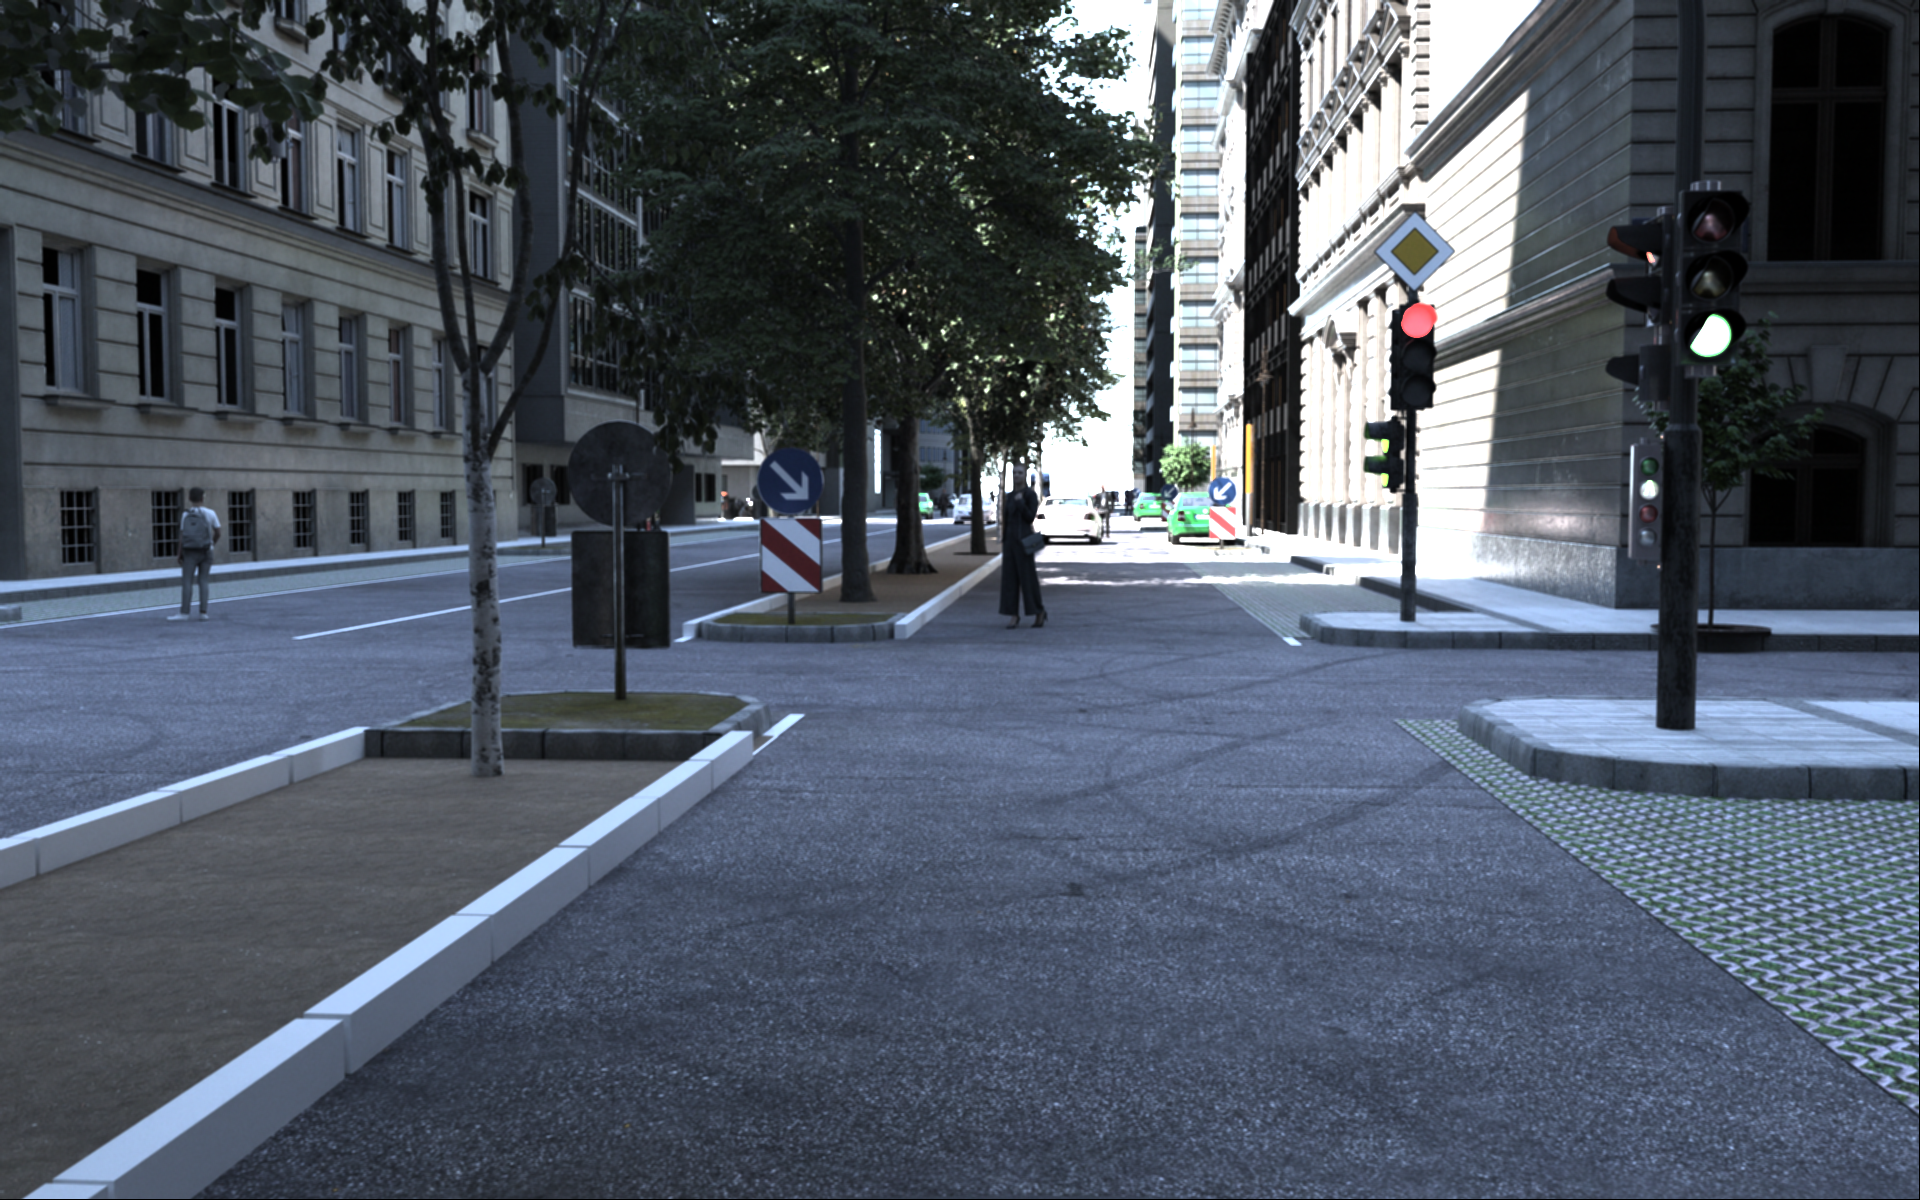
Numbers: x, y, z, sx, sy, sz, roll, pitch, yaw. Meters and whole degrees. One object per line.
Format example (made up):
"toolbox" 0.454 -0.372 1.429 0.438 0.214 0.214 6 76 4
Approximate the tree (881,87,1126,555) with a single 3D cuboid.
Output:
"tree" 0.332 -6.872 40.563 9.928 11.665 9.643 0 3 0

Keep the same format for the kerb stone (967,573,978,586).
"kerb stone" 0.139 -0.281 26.791 0.120 0.150 1.000 0 4 4

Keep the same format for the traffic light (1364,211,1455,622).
"traffic light" 4.506 -1.741 17.379 0.839 4.253 0.868 0 4 4

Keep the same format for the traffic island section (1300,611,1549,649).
"traffic island section" 4.545 0.293 17.490 2.009 0.180 2.903 0 4 4

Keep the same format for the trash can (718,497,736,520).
"trash can" -11.412 -4.525 85.631 0.748 1.137 0.748 0 3 0

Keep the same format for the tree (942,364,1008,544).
"tree" 1.097 -5.899 49.262 4.737 8.622 4.395 0 3 0

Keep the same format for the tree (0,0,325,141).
"tree" -2.686 -4.990 2.165 7.486 12.596 7.792 0 3 0

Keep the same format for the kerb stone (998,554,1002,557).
"kerb stone" 0.762 -0.778 34.964 0.120 0.150 1.000 0 4 4

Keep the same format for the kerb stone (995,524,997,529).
"kerb stone" 1.298 -2.914 69.872 0.120 0.150 1.000 0 4 4

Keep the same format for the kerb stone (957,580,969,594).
"kerb stone" -0.007 -0.156 24.752 0.120 0.150 1.000 0 4 4

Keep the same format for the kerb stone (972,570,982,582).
"kerb stone" 0.216 -0.343 27.810 0.120 0.150 1.000 0 4 4

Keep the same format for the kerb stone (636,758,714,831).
"kerb stone" -1.294 0.881 7.847 0.120 0.150 1.000 0 4 4

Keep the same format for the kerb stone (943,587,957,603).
"kerb stone" -0.169 -0.032 22.711 0.120 0.150 1.000 0 4 4

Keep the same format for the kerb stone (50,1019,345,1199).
"kerb stone" -1.605 1.132 3.748 0.120 0.150 1.000 0 4 4

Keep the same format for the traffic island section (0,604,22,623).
"traffic island section" -11.650 0.218 18.715 2.009 0.180 2.903 0 4 4

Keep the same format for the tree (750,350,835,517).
"tree" -9.718 -9.404 88.174 8.767 10.594 7.601 -3 5 -43

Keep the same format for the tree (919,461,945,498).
"tree" -3.031 -11.386 169.869 4.285 4.588 4.351 0 3 0

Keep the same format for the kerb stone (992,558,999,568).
"kerb stone" 0.607 -0.655 32.926 0.120 0.150 1.000 0 4 4

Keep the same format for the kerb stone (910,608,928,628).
"kerb stone" -0.479 0.218 18.629 0.120 0.150 1.000 0 4 4

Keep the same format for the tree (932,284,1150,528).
"tree" 2.741 -9.783 72.772 12.009 13.543 11.850 0 3 0

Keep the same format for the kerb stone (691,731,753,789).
"kerb stone" -1.216 0.815 8.869 0.120 0.150 1.000 0 4 4

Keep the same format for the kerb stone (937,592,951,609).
"kerb stone" -0.247 0.031 21.692 0.120 0.150 1.000 0 4 4

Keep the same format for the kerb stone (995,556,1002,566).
"kerb stone" 0.679 -0.716 33.945 0.120 0.150 1.000 0 4 4

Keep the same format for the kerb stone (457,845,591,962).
"kerb stone" -1.449 1.006 5.800 0.120 0.150 1.000 0 4 4

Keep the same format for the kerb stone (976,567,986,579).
"kerb stone" 0.295 -0.404 28.838 0.120 0.150 1.000 0 4 4

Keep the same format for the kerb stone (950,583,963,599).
"kerb stone" -0.095 -0.094 23.734 0.120 0.150 1.000 0 4 4

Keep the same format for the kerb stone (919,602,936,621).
"kerb stone" -0.403 0.156 19.648 0.120 0.150 1.000 0 4 4

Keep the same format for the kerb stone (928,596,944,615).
"kerb stone" -0.325 0.093 20.672 0.120 0.150 1.000 0 4 4

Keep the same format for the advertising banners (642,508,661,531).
"advertising banners" -10.232 -3.706 56.776 0.090 3.025 2.074 1 4 12

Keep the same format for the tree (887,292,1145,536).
"tree" 1.291 -7.253 55.463 8.767 10.594 7.601 0 4 4

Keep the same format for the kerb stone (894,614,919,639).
"kerb stone" -0.553 0.282 17.610 0.120 0.150 1.000 0 4 4

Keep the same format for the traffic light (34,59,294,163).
"traffic light" -9.518 -2.678 18.455 4.771 5.953 1.251 0 4 4

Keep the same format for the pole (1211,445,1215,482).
"pole" 10.601 -4.812 72.518 0.158 3.312 0.155 0 3 0

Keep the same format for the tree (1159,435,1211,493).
"tree" 12.726 -6.933 97.070 4.285 4.588 4.351 0 3 0

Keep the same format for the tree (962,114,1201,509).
"tree" 5.139 -13.908 85.745 12.611 20.169 13.585 0 3 0

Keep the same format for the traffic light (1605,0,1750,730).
"traffic light" 1.811 -2.126 9.433 4.771 5.953 1.251 0 4 4

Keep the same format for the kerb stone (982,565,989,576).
"kerb stone" 0.371 -0.469 29.857 0.120 0.150 1.000 0 4 4

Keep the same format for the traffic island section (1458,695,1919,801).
"traffic island section" 3.943 0.780 9.528 2.009 0.180 2.903 0 4 4

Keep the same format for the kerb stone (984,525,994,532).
"kerb stone" 1.139 -2.785 67.827 0.120 0.150 1.000 0 4 4

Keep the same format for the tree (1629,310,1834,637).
"tree" 7.076 -1.302 15.896 1.663 3.219 1.824 0 3 0

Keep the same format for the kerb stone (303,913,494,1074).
"kerb stone" -1.525 1.065 4.776 0.120 0.150 1.000 0 4 4

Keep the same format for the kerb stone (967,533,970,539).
"kerb stone" 0.130 -1.979 54.548 0.120 0.150 1.000 0 4 4

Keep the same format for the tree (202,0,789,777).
"tree" -2.401 -3.393 8.292 4.360 8.622 3.978 0 3 0

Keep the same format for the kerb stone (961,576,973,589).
"kerb stone" 0.061 -0.219 25.772 0.120 0.150 1.000 0 4 4

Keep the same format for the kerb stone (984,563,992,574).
"kerb stone" 0.445 -0.518 30.877 0.120 0.150 1.000 0 4 4

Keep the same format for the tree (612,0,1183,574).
"tree" -0.913 -6.806 30.745 9.611 12.733 9.660 0 3 0

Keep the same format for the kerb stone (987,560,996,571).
"kerb stone" 0.528 -0.594 31.900 0.120 0.150 1.000 0 4 4

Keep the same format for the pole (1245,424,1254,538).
"pole" 8.508 -3.488 50.865 0.158 3.312 0.155 0 3 0

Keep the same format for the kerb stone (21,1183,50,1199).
"kerb stone" -1.678 1.191 2.724 0.120 0.150 1.000 0 4 4

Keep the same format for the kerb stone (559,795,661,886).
"kerb stone" -1.371 0.940 6.822 0.120 0.150 1.000 0 4 4
